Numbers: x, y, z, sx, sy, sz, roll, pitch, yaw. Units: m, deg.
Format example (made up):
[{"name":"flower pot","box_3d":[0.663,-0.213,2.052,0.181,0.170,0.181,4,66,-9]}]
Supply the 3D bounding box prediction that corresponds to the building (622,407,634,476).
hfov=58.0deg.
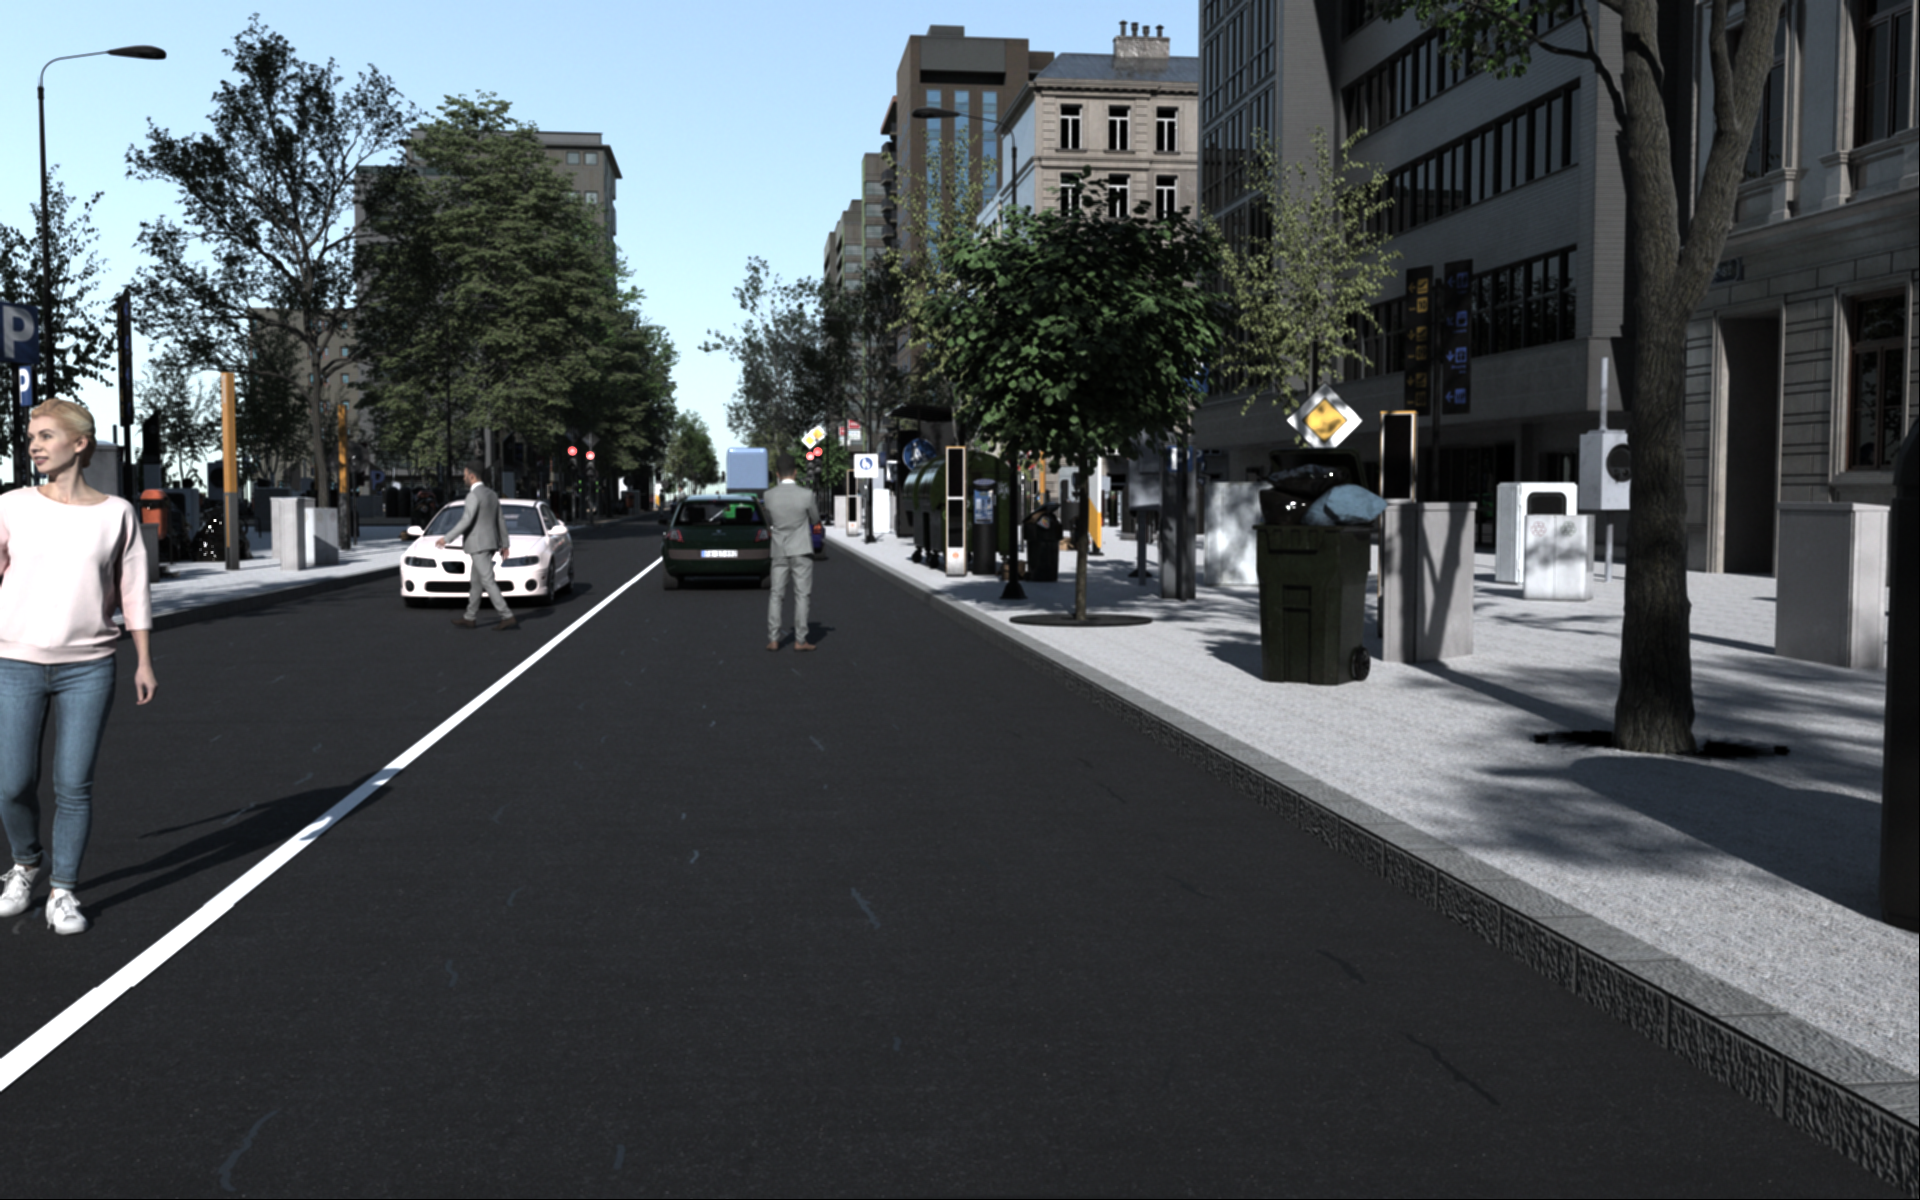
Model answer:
[{"name":"building","box_3d":[-67.934,-26.837,283.818,27.650,21.520,28.899,0,4,-7]}]

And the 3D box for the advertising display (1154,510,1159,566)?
[{"name":"advertising display","box_3d":[3.580,-1.560,30.724,0.123,1.923,0.974,0,4,2]}]

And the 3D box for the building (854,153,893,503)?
[{"name":"building","box_3d":[-4.985,-32.257,210.993,14.154,41.232,14.086,0,4,-7]}]

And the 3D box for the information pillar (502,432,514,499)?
[{"name":"information pillar","box_3d":[-16.814,-4.472,64.478,0.183,3.616,0.504,3,4,38]}]

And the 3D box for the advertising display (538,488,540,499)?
[{"name":"advertising display","box_3d":[-34.179,-8.213,139.503,0.974,1.923,0.123,2,4,34]}]

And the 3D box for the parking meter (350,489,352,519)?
[{"name":"parking meter","box_3d":[-21.868,-3.421,61.647,0.399,1.863,0.255,-1,4,-17]}]

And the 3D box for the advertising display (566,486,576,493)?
[{"name":"advertising display","box_3d":[-32.224,-8.463,143.580,0.123,1.923,0.974,3,5,43]}]

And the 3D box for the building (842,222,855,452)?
[{"name":"building","box_3d":[-10.847,-35.390,262.218,14.154,41.232,14.086,0,4,-7]}]

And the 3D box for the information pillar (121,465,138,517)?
[{"name":"information pillar","box_3d":[-20.823,-2.382,43.444,0.304,2.012,0.304,-1,4,-15]}]

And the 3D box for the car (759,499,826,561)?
[{"name":"car","box_3d":[-3.925,-1.589,38.565,1.945,1.354,3.894,0,4,-7]}]

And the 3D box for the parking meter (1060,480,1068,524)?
[{"name":"parking meter","box_3d":[4.257,-3.975,70.704,0.255,1.863,0.399,-1,4,-9]}]

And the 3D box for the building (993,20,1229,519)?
[{"name":"building","box_3d":[15.146,-18.321,96.817,25.104,27.353,12.463,0,4,-7]}]

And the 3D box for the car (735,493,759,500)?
[{"name":"car","box_3d":[-9.911,-4.316,79.365,1.959,1.807,4.718,0,4,-6]}]

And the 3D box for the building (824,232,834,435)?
[{"name":"building","box_3d":[-12.514,-41.494,302.132,21.300,48.544,21.600,0,4,-7]}]

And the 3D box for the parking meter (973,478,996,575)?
[{"name":"parking meter","box_3d":[0.385,-1.168,27.506,0.372,1.533,0.369,0,3,0]}]

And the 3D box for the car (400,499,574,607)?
[{"name":"car","box_3d":[-6.331,-0.683,23.530,2.083,1.381,4.827,0,4,-8]}]

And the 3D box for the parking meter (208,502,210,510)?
[{"name":"parking meter","box_3d":[-45.132,-5.872,104.419,0.372,1.533,0.369,0,3,0]}]

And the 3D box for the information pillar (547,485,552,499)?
[{"name":"information pillar","box_3d":[-31.547,-7.866,133.093,0.304,2.012,0.304,-2,4,-35]}]

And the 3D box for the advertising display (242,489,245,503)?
[{"name":"advertising display","box_3d":[-54.805,-7.776,132.345,0.123,1.923,0.974,-2,4,-29]}]

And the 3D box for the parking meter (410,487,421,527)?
[{"name":"parking meter","box_3d":[-18.826,-3.153,59.957,0.372,1.533,0.369,0,3,0]}]

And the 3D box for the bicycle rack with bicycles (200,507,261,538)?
[{"name":"bicycle rack with bicycles","box_3d":[-21.716,-2.265,50.417,2.925,0.926,2.852,2,4,27]}]

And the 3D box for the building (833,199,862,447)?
[{"name":"building","box_3d":[-8.785,-40.177,280.593,21.300,48.544,21.600,0,4,-7]}]

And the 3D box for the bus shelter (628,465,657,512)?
[{"name":"bus shelter","box_3d":[-23.621,-9.154,127.305,2.179,5.291,8.768,0,4,-7]}]

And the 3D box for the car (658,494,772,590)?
[{"name":"car","box_3d":[-3.771,-1.071,27.301,2.009,1.686,4.222,0,4,-7]}]

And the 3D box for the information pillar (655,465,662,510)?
[{"name":"information pillar","box_3d":[-23.945,-8.946,137.615,0.504,3.616,0.183,-1,4,-14]}]

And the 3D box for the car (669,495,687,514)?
[{"name":"car","box_3d":[-20.136,-6.921,125.746,1.945,1.354,3.894,-1,4,-9]}]

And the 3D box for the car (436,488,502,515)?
[{"name":"car","box_3d":[-20.881,-3.856,72.831,4.222,1.686,2.009,0,4,-7]}]

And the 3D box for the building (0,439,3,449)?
[{"name":"building","box_3d":[-42.959,-23.611,40.657,28.867,44.769,22.147,0,4,-7]}]

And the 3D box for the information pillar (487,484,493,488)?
[{"name":"information pillar","box_3d":[-33.254,-7.225,122.624,0.304,2.012,0.304,1,4,22]}]

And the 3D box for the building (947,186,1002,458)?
[{"name":"building","box_3d":[5.331,-15.701,111.469,10.420,20.320,16.860,0,4,-7]}]

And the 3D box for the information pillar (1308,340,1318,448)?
[{"name":"information pillar","box_3d":[5.419,-2.158,26.645,0.183,3.616,0.504,0,4,4]}]

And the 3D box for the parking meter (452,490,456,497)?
[{"name":"parking meter","box_3d":[-34.259,-6.643,117.026,0.372,1.533,0.369,0,3,0]}]

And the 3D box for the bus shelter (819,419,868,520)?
[{"name":"bus shelter","box_3d":[-6.040,-6.863,89.836,2.179,5.291,8.768,0,4,-7]}]

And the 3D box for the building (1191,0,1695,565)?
[{"name":"building","box_3d":[16.672,-13.862,45.718,14.314,24.678,30.058,0,4,-7]}]

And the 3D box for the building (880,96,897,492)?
[{"name":"building","box_3d":[2.760,-32.760,190.246,22.147,44.769,28.867,0,4,-7]}]

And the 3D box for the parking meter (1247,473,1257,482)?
[{"name":"parking meter","box_3d":[8.013,-2.561,47.590,0.255,1.863,0.399,0,4,2]}]

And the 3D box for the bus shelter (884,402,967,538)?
[{"name":"bus shelter","box_3d":[-0.964,-3.445,47.615,1.731,3.624,6.357,0,4,-7]}]

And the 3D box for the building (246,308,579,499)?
[{"name":"building","box_3d":[-54.046,-20.278,176.581,27.650,21.520,28.899,0,4,-7]}]

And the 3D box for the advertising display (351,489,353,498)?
[{"name":"advertising display","box_3d":[-47.470,-7.950,135.197,0.974,1.923,0.123,2,4,33]}]

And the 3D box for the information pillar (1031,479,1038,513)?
[{"name":"information pillar","box_3d":[3.710,-5.016,86.502,0.304,2.012,0.304,-1,4,-16]}]

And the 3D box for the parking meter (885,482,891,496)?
[{"name":"parking meter","box_3d":[-3.320,-4.416,77.918,0.399,1.863,0.255,-1,4,-17]}]

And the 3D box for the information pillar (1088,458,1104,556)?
[{"name":"information pillar","box_3d":[2.806,-2.740,36.147,0.183,3.616,0.504,-2,4,-27]}]

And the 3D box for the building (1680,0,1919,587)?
[{"name":"building","box_3d":[18.295,-11.199,19.265,11.583,22.565,21.152,0,4,-7]}]

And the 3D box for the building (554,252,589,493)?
[{"name":"building","box_3d":[-50.217,-26.099,198.412,14.160,30.474,14.107,0,4,-7]}]

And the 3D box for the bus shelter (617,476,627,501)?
[{"name":"bus shelter","box_3d":[-27.085,-9.034,141.625,2.014,3.302,5.546,0,4,-7]}]

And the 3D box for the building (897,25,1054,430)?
[{"name":"building","box_3d":[1.407,-31.670,167.922,14.600,45.320,14.200,0,4,-7]}]

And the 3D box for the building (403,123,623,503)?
[{"name":"building","box_3d":[-64.716,-40.690,254.527,28.713,52.752,27.495,0,4,-7]}]

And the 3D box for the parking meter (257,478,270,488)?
[{"name":"parking meter","box_3d":[-24.812,-3.429,61.768,0.399,1.863,0.255,0,4,4]}]

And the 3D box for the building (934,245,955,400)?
[{"name":"building","box_3d":[5.208,-19.460,137.263,14.460,24.649,34.723,0,4,-7]}]

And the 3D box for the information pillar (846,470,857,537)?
[{"name":"information pillar","box_3d":[-3.275,-2.933,52.441,0.304,2.012,0.304,-1,4,-10]}]

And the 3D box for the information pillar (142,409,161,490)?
[{"name":"information pillar","box_3d":[-22.399,-3.468,48.061,0.504,3.616,0.183,0,4,7]}]

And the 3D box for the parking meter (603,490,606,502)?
[{"name":"parking meter","box_3d":[-24.285,-6.754,118.833,0.372,1.533,0.369,0,3,0]}]

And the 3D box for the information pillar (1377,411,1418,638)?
[{"name":"information pillar","box_3d":[3.904,-0.671,15.457,0.304,2.012,0.304,1,4,19]}]

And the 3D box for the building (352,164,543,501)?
[{"name":"building","box_3d":[-45.607,-23.480,155.596,14.160,30.474,14.107,0,4,-7]}]

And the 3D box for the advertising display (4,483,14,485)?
[{"name":"advertising display","box_3d":[-52.753,-5.584,96.504,0.974,1.923,0.123,0,4,6]}]

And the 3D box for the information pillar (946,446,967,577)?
[{"name":"information pillar","box_3d":[-0.052,-1.368,26.864,0.304,2.012,0.304,0,4,6]}]

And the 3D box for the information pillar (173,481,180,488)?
[{"name":"information pillar","box_3d":[-42.741,-5.507,94.525,0.304,2.012,0.304,0,4,-2]}]

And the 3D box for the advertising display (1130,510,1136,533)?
[{"name":"advertising display","box_3d":[5.489,-2.842,51.685,0.974,1.923,0.123,-2,4,-32]}]
